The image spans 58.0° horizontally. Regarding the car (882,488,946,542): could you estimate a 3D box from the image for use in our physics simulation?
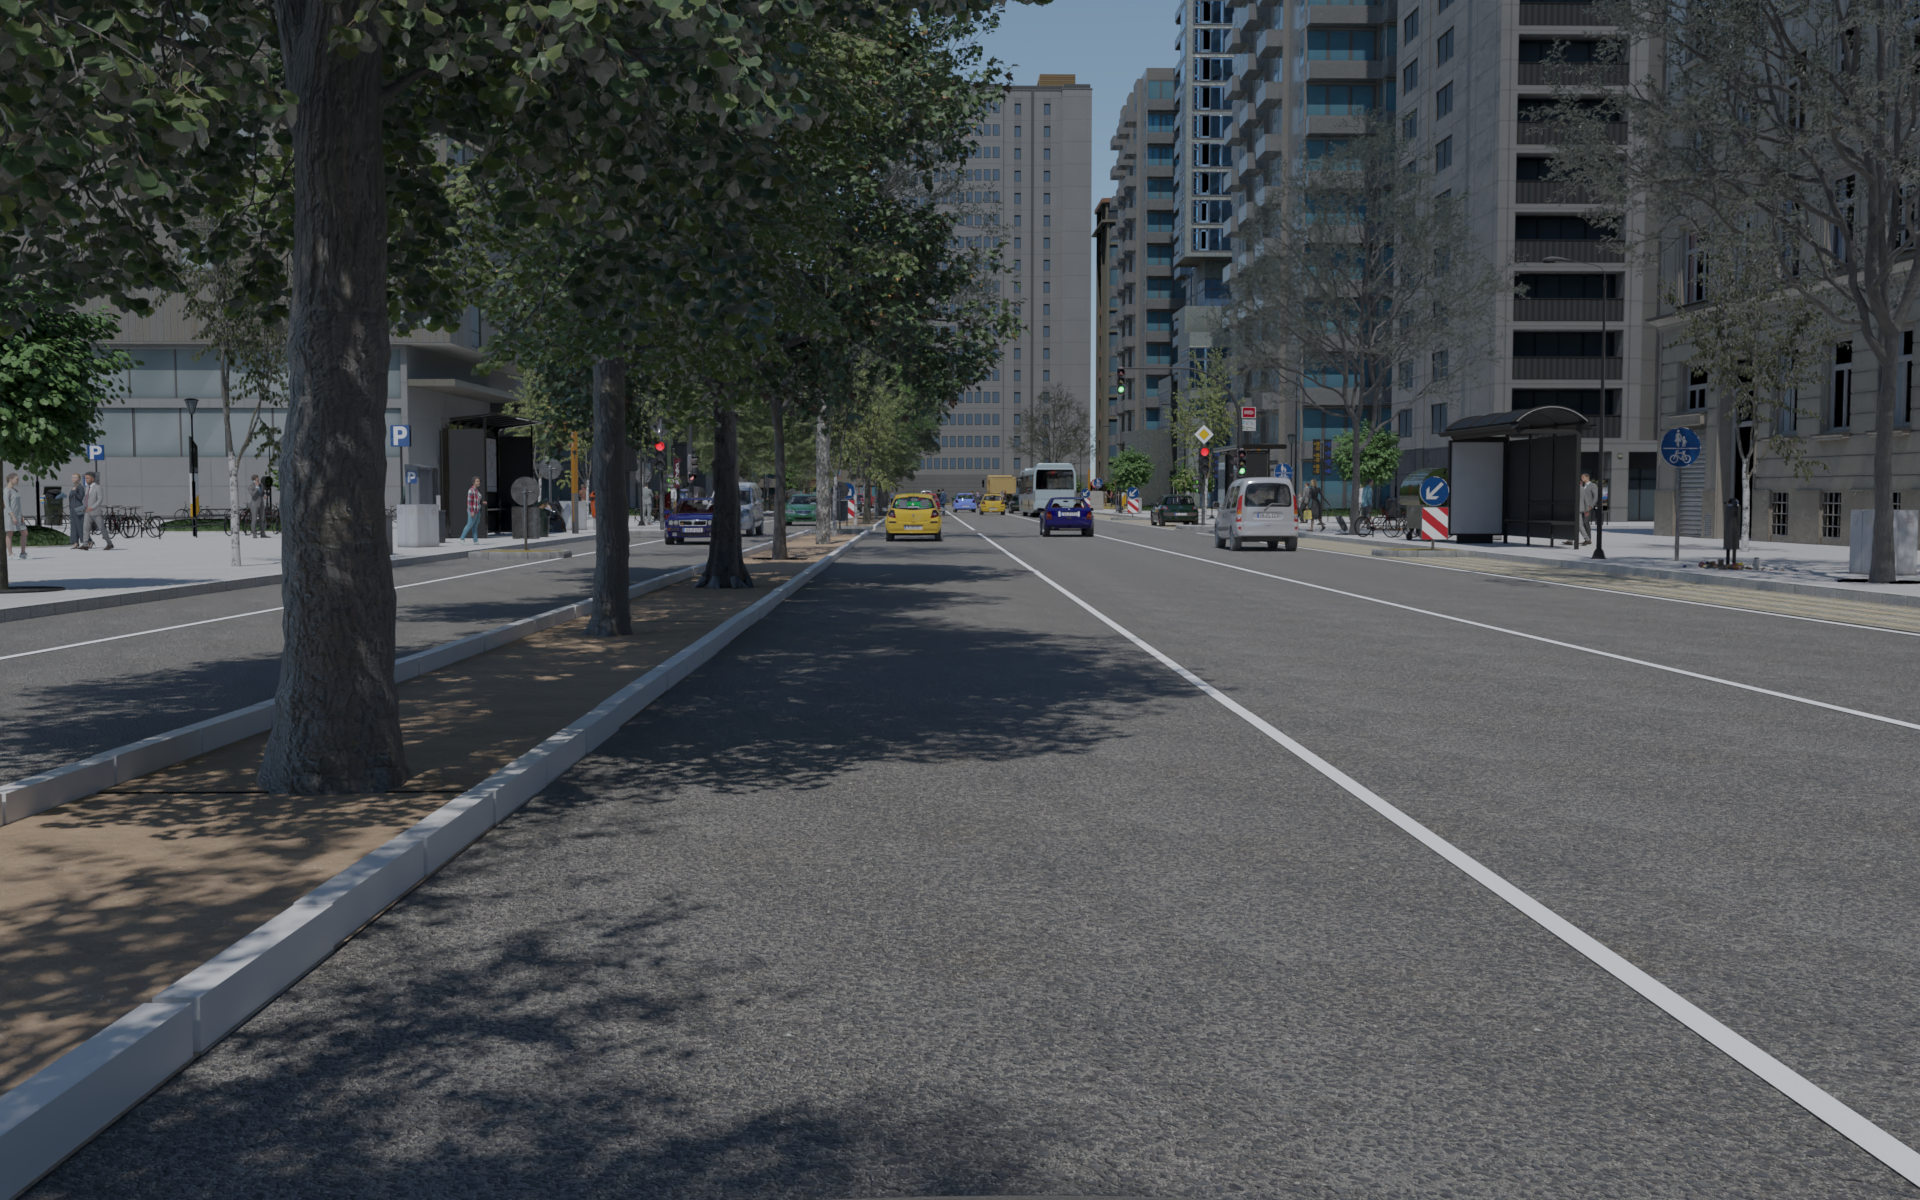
[{"bbox_3d":[-1.423,-2.655,53.634,2.015,1.641,3.980,0,4,-1],"label":"car"}]

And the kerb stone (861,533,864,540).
[{"bbox_3d":[-3.101,-1.887,53.045,0.120,0.150,1.000,0,4,-1],"label":"kerb stone"}]

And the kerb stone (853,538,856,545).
[{"bbox_3d":[-2.959,-1.511,46.905,0.120,0.150,1.000,0,4,-1],"label":"kerb stone"}]

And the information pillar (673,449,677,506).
[{"bbox_3d":[-14.774,-6.011,89.639,0.183,3.616,0.504,0,4,2],"label":"information pillar"}]

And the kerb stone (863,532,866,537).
[{"bbox_3d":[-3.146,-2.012,55.091,0.120,0.150,1.000,0,4,-1],"label":"kerb stone"}]

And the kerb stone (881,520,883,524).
[{"bbox_3d":[-3.674,-3.427,78.232,0.120,0.150,1.000,0,4,-1],"label":"kerb stone"}]

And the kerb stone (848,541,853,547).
[{"bbox_3d":[-2.921,-1.382,44.859,0.120,0.150,1.000,0,4,-1],"label":"kerb stone"}]

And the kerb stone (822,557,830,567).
[{"bbox_3d":[-2.657,-0.696,33.593,0.120,0.150,1.000,0,4,-1],"label":"kerb stone"}]

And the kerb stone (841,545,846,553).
[{"bbox_3d":[-2.826,-1.136,40.762,0.120,0.150,1.000,0,4,-1],"label":"kerb stone"}]

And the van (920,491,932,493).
[{"bbox_3d":[-4.166,-12.472,210.934,2.013,2.044,4.112,0,4,-3],"label":"van"}]

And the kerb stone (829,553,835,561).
[{"bbox_3d":[-2.706,-0.822,35.636,0.120,0.150,1.000,0,4,-1],"label":"kerb stone"}]

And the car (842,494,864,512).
[{"bbox_3d":[-8.721,-7.912,139.155,2.009,1.686,4.222,0,4,-3],"label":"car"}]

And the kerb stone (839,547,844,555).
[{"bbox_3d":[-2.802,-1.073,39.741,0.120,0.150,1.000,0,4,-1],"label":"kerb stone"}]

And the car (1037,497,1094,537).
[{"bbox_3d":[3.625,-2.851,59.197,1.945,1.354,3.894,0,4,0],"label":"car"}]

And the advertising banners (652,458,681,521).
[{"bbox_3d":[-14.080,-5.325,83.244,0.090,3.025,2.074,2,4,33],"label":"advertising banners"}]

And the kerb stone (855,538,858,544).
[{"bbox_3d":[-2.985,-1.572,47.927,0.120,0.150,1.000,0,4,-1],"label":"kerb stone"}]

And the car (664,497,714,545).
[{"bbox_3d":[-7.551,-2.304,50.245,1.945,1.354,3.894,0,4,-3],"label":"car"}]

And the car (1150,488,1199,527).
[{"bbox_3d":[9.545,-4.124,77.206,2.009,1.686,4.222,0,4,-1],"label":"car"}]

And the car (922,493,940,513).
[{"bbox_3d":[-2.316,-7.034,124.047,2.155,1.783,4.494,0,3,0],"label":"car"}]

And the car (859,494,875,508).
[{"bbox_3d":[-9.634,-10.168,175.293,2.155,1.783,4.494,0,4,1],"label":"car"}]

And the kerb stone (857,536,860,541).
[{"bbox_3d":[-3.035,-1.699,49.975,0.120,0.150,1.000,0,4,-1],"label":"kerb stone"}]

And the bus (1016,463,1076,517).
[{"bbox_3d":[5.418,-7.052,110.163,2.948,3.499,13.247,0,4,-2],"label":"bus"}]

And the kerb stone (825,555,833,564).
[{"bbox_3d":[-2.683,-0.760,34.614,0.120,0.150,1.000,0,4,-1],"label":"kerb stone"}]

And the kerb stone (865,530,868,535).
[{"bbox_3d":[-3.195,-2.138,57.153,0.120,0.150,1.000,0,4,-1],"label":"kerb stone"}]

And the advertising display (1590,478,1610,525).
[{"bbox_3d":[26.420,-4.056,71.526,0.123,1.923,0.974,-2,4,-27],"label":"advertising display"}]

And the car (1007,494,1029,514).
[{"bbox_3d":[4.499,-7.214,127.733,2.009,1.686,4.222,0,4,-1],"label":"car"}]

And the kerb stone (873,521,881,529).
[{"bbox_3d":[-3.602,-3.240,75.163,0.120,0.150,1.000,0,4,-1],"label":"kerb stone"}]

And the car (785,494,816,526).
[{"bbox_3d":[-7.105,-4.138,79.456,2.131,1.459,4.920,0,4,-3],"label":"car"}]

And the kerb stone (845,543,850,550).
[{"bbox_3d":[-2.873,-1.257,42.814,0.120,0.150,1.000,0,4,-1],"label":"kerb stone"}]

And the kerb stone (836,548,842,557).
[{"bbox_3d":[-2.774,-1.008,38.711,0.120,0.150,1.000,0,4,-1],"label":"kerb stone"}]

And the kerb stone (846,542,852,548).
[{"bbox_3d":[-2.889,-1.324,43.836,0.120,0.150,1.000,0,4,-1],"label":"kerb stone"}]

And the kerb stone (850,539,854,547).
[{"bbox_3d":[-2.946,-1.449,45.883,0.120,0.150,1.000,0,4,-1],"label":"kerb stone"}]

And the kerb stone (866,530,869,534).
[{"bbox_3d":[-3.225,-2.199,58.181,0.120,0.150,1.000,0,4,-1],"label":"kerb stone"}]

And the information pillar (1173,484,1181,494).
[{"bbox_3d":[11.678,-5.421,93.128,0.304,2.012,0.304,-3,5,-45],"label":"information pillar"}]

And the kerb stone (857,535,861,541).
[{"bbox_3d":[-3.060,-1.759,51.002,0.120,0.150,1.000,0,4,-1],"label":"kerb stone"}]

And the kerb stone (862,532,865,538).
[{"bbox_3d":[-3.125,-1.949,54.067,0.120,0.150,1.000,0,4,-1],"label":"kerb stone"}]

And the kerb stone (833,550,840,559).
[{"bbox_3d":[-2.753,-0.947,37.686,0.120,0.150,1.000,0,4,-1],"label":"kerb stone"}]

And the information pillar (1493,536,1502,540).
[{"bbox_3d":[14.835,-2.662,48.018,0.304,2.012,0.304,-1,4,-13],"label":"information pillar"}]

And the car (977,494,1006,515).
[{"bbox_3d":[2.209,-6.665,119.197,2.015,1.641,3.980,0,4,-1],"label":"car"}]

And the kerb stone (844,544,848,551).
[{"bbox_3d":[-2.849,-1.198,41.790,0.120,0.150,1.000,0,4,-1],"label":"kerb stone"}]

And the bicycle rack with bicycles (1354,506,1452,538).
[{"bbox_3d":[13.499,-2.306,51.093,2.852,0.926,2.925,-2,4,-35],"label":"bicycle rack with bicycles"}]

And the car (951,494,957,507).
[{"bbox_3d":[0.066,-11.056,192.566,2.131,1.459,4.920,0,4,-2],"label":"car"}]

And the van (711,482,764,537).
[{"bbox_3d":[-7.761,-3.216,59.587,2.013,2.044,4.112,0,3,0],"label":"van"}]

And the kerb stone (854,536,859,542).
[{"bbox_3d":[-3.013,-1.637,48.953,0.120,0.150,1.000,0,4,-1],"label":"kerb stone"}]

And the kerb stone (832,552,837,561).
[{"bbox_3d":[-2.735,-0.879,36.658,0.120,0.150,1.000,0,4,-1],"label":"kerb stone"}]

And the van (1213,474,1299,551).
[{"bbox_3d":[7.632,-2.312,44.818,2.013,2.044,4.112,0,4,0],"label":"van"}]

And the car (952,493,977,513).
[{"bbox_3d":[0.340,-7.673,135.038,1.945,1.707,3.694,0,4,-3],"label":"car"}]

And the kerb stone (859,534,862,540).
[{"bbox_3d":[-3.082,-1.819,52.024,0.120,0.150,1.000,0,4,-1],"label":"kerb stone"}]

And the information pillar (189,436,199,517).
[{"bbox_3d":[-30.888,-4.800,69.831,0.183,3.616,0.504,1,4,10],"label":"information pillar"}]

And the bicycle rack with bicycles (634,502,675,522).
[{"bbox_3d":[-13.894,-4.113,80.626,2.925,0.926,2.852,-1,4,-21],"label":"bicycle rack with bicycles"}]

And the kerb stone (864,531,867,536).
[{"bbox_3d":[-3.176,-2.068,56.122,0.120,0.150,1.000,0,4,-1],"label":"kerb stone"}]

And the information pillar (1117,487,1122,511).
[{"bbox_3d":[11.661,-7.477,126.736,0.304,2.012,0.304,-1,4,-23],"label":"information pillar"}]

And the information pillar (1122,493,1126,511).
[{"bbox_3d":[12.689,-8.774,134.813,0.504,3.616,0.183,1,4,15],"label":"information pillar"}]

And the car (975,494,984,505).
[{"bbox_3d":[2.966,-12.874,220.279,2.009,1.686,4.222,0,3,0],"label":"car"}]
